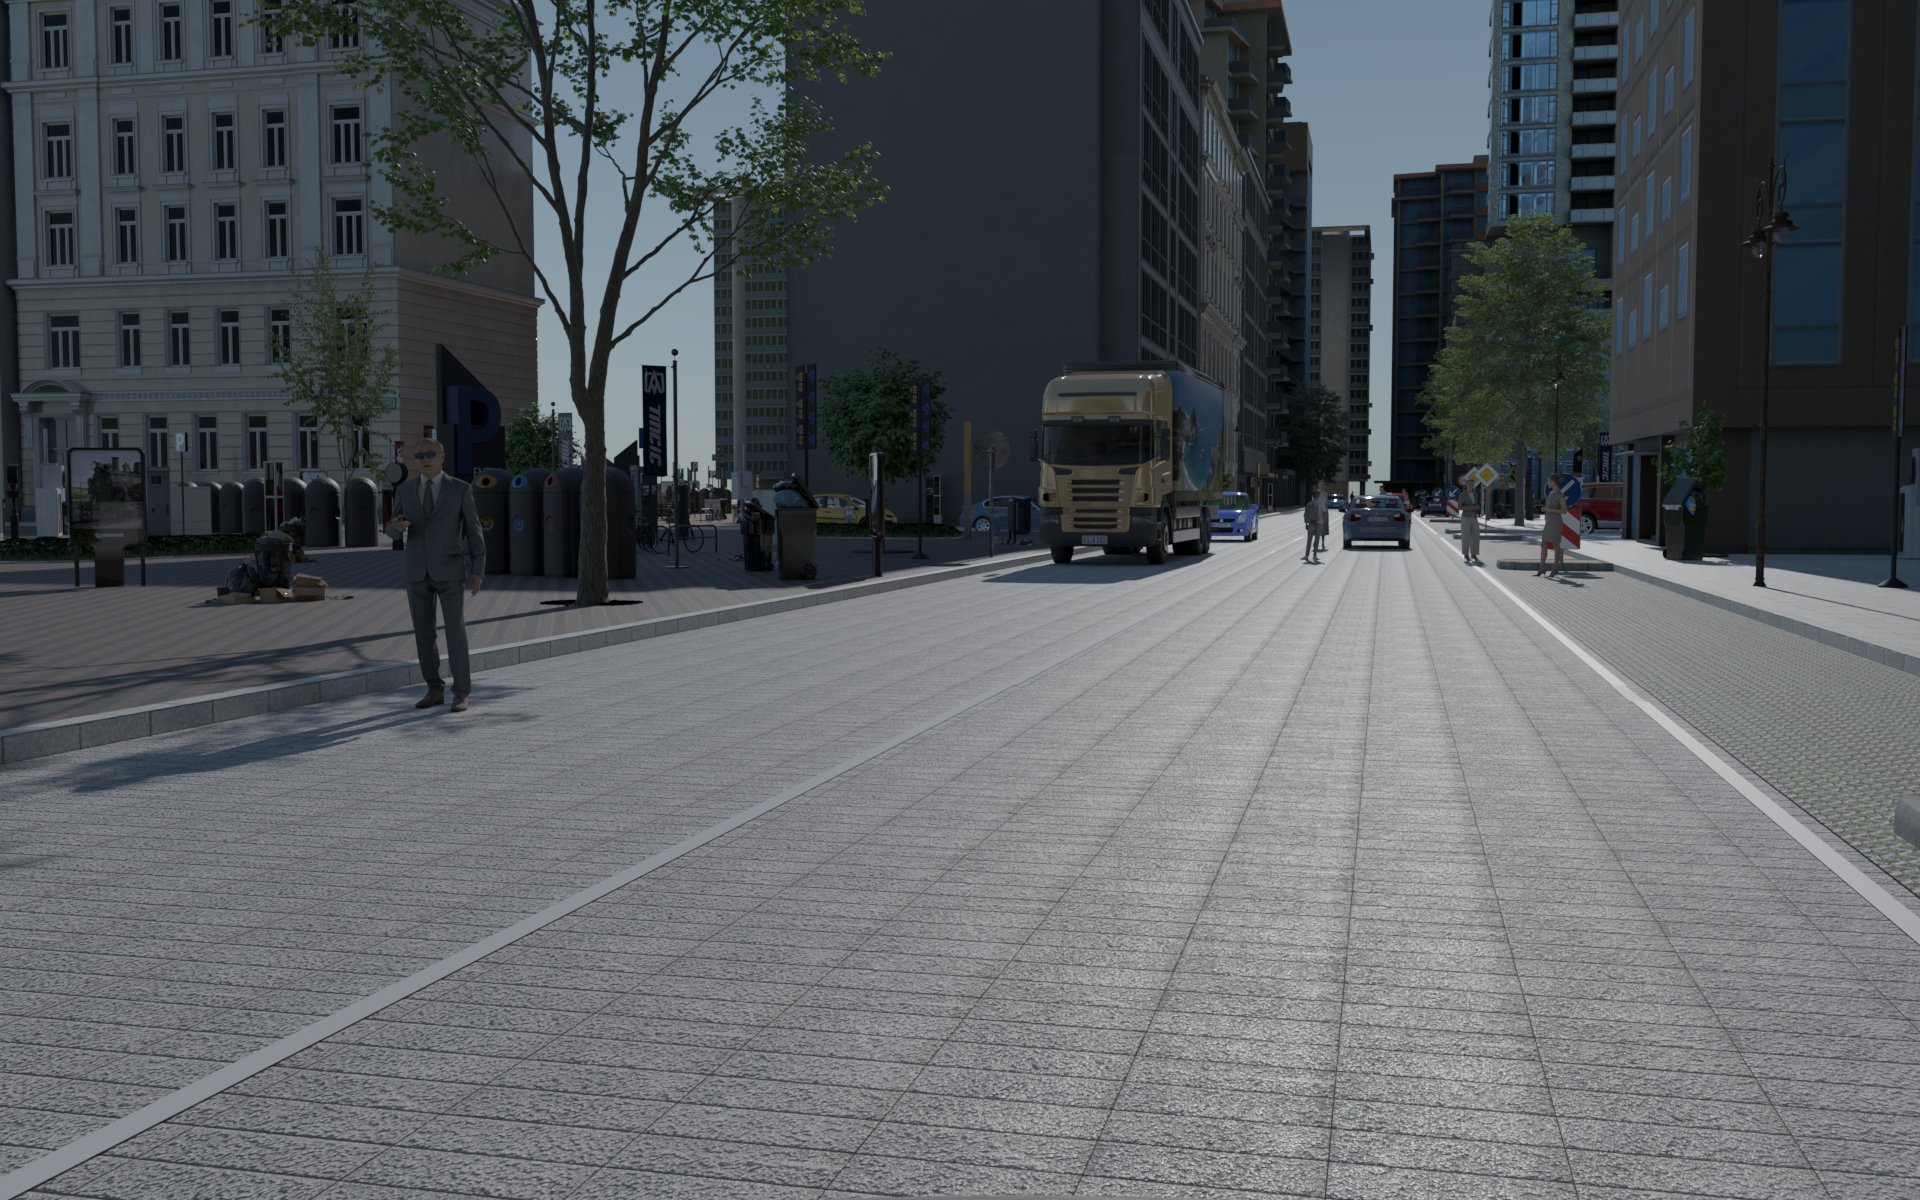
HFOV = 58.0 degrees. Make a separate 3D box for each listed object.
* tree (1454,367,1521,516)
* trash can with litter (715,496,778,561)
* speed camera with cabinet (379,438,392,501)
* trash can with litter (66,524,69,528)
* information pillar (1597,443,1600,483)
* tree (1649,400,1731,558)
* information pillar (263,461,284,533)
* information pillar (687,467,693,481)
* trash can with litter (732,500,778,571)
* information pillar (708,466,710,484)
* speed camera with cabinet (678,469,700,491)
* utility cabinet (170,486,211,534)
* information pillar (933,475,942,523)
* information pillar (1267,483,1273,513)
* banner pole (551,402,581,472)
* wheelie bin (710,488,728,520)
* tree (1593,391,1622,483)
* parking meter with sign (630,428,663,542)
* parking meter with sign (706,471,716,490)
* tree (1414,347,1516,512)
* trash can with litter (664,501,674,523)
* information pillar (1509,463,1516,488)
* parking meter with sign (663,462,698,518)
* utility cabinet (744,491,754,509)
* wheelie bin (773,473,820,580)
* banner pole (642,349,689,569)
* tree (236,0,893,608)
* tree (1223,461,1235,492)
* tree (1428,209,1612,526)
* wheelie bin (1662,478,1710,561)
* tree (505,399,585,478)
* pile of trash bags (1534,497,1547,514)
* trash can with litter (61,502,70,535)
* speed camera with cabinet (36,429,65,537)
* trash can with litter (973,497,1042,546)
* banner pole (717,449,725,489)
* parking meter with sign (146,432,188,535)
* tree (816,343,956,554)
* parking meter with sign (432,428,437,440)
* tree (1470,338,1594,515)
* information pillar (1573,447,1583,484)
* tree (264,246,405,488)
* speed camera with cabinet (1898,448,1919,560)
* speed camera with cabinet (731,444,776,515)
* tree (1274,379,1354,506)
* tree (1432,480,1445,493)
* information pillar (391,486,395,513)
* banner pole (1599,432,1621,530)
[{"bbox_3d":[30.138,-9.101,99.158,4.360,8.622,3.978,0,3,0],"label":"tree"},{"bbox_3d":[-3.941,-1.380,33.626,1.678,1.210,2.233,-1,4,-17],"label":"trash can with litter"},{"bbox_3d":[-19.437,-4.089,61.190,2.038,3.252,0.660,-2,4,-29],"label":"speed camera with cabinet"},{"bbox_3d":[-33.285,-3.357,65.947,2.233,1.210,1.678,-2,4,-24],"label":"trash can with litter"},{"bbox_3d":[29.471,-5.403,79.689,0.504,3.616,0.183,-3,5,-40],"label":"information pillar"},{"bbox_3d":[15.289,-2.499,35.467,1.663,3.219,1.824,0,3,0],"label":"tree"},{"bbox_3d":[-15.372,-2.100,38.825,0.304,2.012,0.304,1,4,13],"label":"information pillar"},{"bbox_3d":[-23.452,-9.723,150.329,0.504,3.616,0.183,1,4,15],"label":"information pillar"},{"bbox_3d":[-3.183,-1.082,29.073,1.055,1.170,0.624,-2,4,-27],"label":"trash can with litter"},{"bbox_3d":[-20.626,-9.231,142.282,0.183,3.616,0.504,0,4,-2],"label":"information pillar"},{"bbox_3d":[-18.508,-7.514,117.181,2.038,3.252,0.660,3,4,37],"label":"speed camera with cabinet"},{"bbox_3d":[-22.503,-2.559,50.516,0.318,1.500,1.173,3,5,43],"label":"utility cabinet"},{"bbox_3d":[-0.874,-3.880,67.932,0.304,2.012,0.304,1,4,15],"label":"information pillar"},{"bbox_3d":[21.499,-7.078,120.223,0.304,2.012,0.304,0,4,-7],"label":"information pillar"},{"bbox_3d":[-10.803,-3.479,46.896,0.863,3.779,0.401,2,4,24],"label":"banner pole"},{"bbox_3d":[-12.117,-4.819,86.690,0.693,1.594,0.980,3,4,38],"label":"wheelie bin"},{"bbox_3d":[42.264,-10.077,115.117,4.737,8.622,4.395,0,3,0],"label":"tree"},{"bbox_3d":[-8.513,-3.065,46.366,0.543,3.016,1.738,-2,4,-25],"label":"parking meter with sign"},{"bbox_3d":[-18.624,-8.115,128.947,0.543,3.016,1.738,-1,4,-23],"label":"parking meter with sign"},{"bbox_3d":[36.038,-12.030,122.446,9.928,11.665,9.643,0,3,0],"label":"tree"},{"bbox_3d":[-12.663,-3.993,76.670,1.055,1.170,0.624,2,4,31],"label":"trash can with litter"},{"bbox_3d":[41.418,-8.473,129.891,0.504,3.616,0.183,3,5,42],"label":"information pillar"},{"bbox_3d":[-14.983,-5.940,93.373,1.738,3.016,0.543,2,4,27],"label":"parking meter with sign"},{"bbox_3d":[-16.670,-7.848,136.993,1.173,1.500,0.318,1,4,23],"label":"utility cabinet"},{"bbox_3d":[-2.477,-1.112,26.093,0.693,1.594,0.980,-1,4,-9],"label":"wheelie bin"},{"bbox_3d":[-5.090,-2.431,29.757,0.863,3.779,0.401,-3,4,-37],"label":"banner pole"},{"bbox_3d":[-4.213,-5.742,19.637,9.928,11.665,9.643,0,3,0],"label":"tree"},{"bbox_3d":[13.038,-5.665,87.228,1.663,3.219,1.824,0,3,0],"label":"tree"},{"bbox_3d":[22.901,-9.246,69.295,7.486,12.596,7.792,0,3,0],"label":"tree"},{"bbox_3d":[14.119,-1.578,33.707,0.693,1.594,0.980,-1,4,-12],"label":"wheelie bin"},{"bbox_3d":[-14.628,-4.670,60.070,4.285,4.588,4.351,0,3,0],"label":"tree"},{"bbox_3d":[37.019,-6.278,112.397,1.912,1.369,3.447,0,4,-5],"label":"pile of trash bags"},{"bbox_3d":[-28.066,-2.619,54.202,0.624,1.170,1.055,2,4,27],"label":"trash can with litter"},{"bbox_3d":[-27.218,-3.517,51.847,0.660,3.252,2.038,-1,4,-21],"label":"speed camera with cabinet"},{"bbox_3d":[1.324,-2.013,43.963,1.678,1.210,2.233,-1,4,-12],"label":"trash can with litter"},{"bbox_3d":[-13.254,-6.481,95.977,0.401,3.779,0.863,2,4,25],"label":"banner pole"},{"bbox_3d":[-22.522,-3.189,48.408,0.543,3.016,1.738,3,4,37],"label":"parking meter with sign"},{"bbox_3d":[-1.650,-3.319,37.982,4.285,4.588,4.351,0,3,0],"label":"tree"},{"bbox_3d":[-13.093,-3.050,46.122,1.738,3.016,0.543,-2,4,-30],"label":"parking meter with sign"},{"bbox_3d":[25.440,-7.855,78.797,4.737,8.622,4.395,0,3,0],"label":"tree"},{"bbox_3d":[30.757,-5.803,86.227,0.504,3.616,0.183,3,5,39],"label":"information pillar"},{"bbox_3d":[-18.251,-6.166,51.184,4.737,8.622,4.395,0,3,0],"label":"tree"},{"bbox_3d":[18.667,-2.398,33.540,0.660,3.252,2.038,1,4,21],"label":"speed camera with cabinet"},{"bbox_3d":[-8.138,-4.583,69.262,2.038,3.252,0.660,-3,5,-40],"label":"speed camera with cabinet"},{"bbox_3d":[38.912,-17.509,192.921,9.857,13.997,8.962,0,3,0],"label":"tree"},{"bbox_3d":[58.041,-13.192,210.289,1.663,3.219,1.824,0,3,0],"label":"tree"},{"bbox_3d":[-19.177,-3.329,58.920,0.304,2.012,0.304,-1,4,-23],"label":"information pillar"},{"bbox_3d":[23.126,-4.381,61.642,0.863,3.779,0.401,0,4,-3],"label":"banner pole"}]
